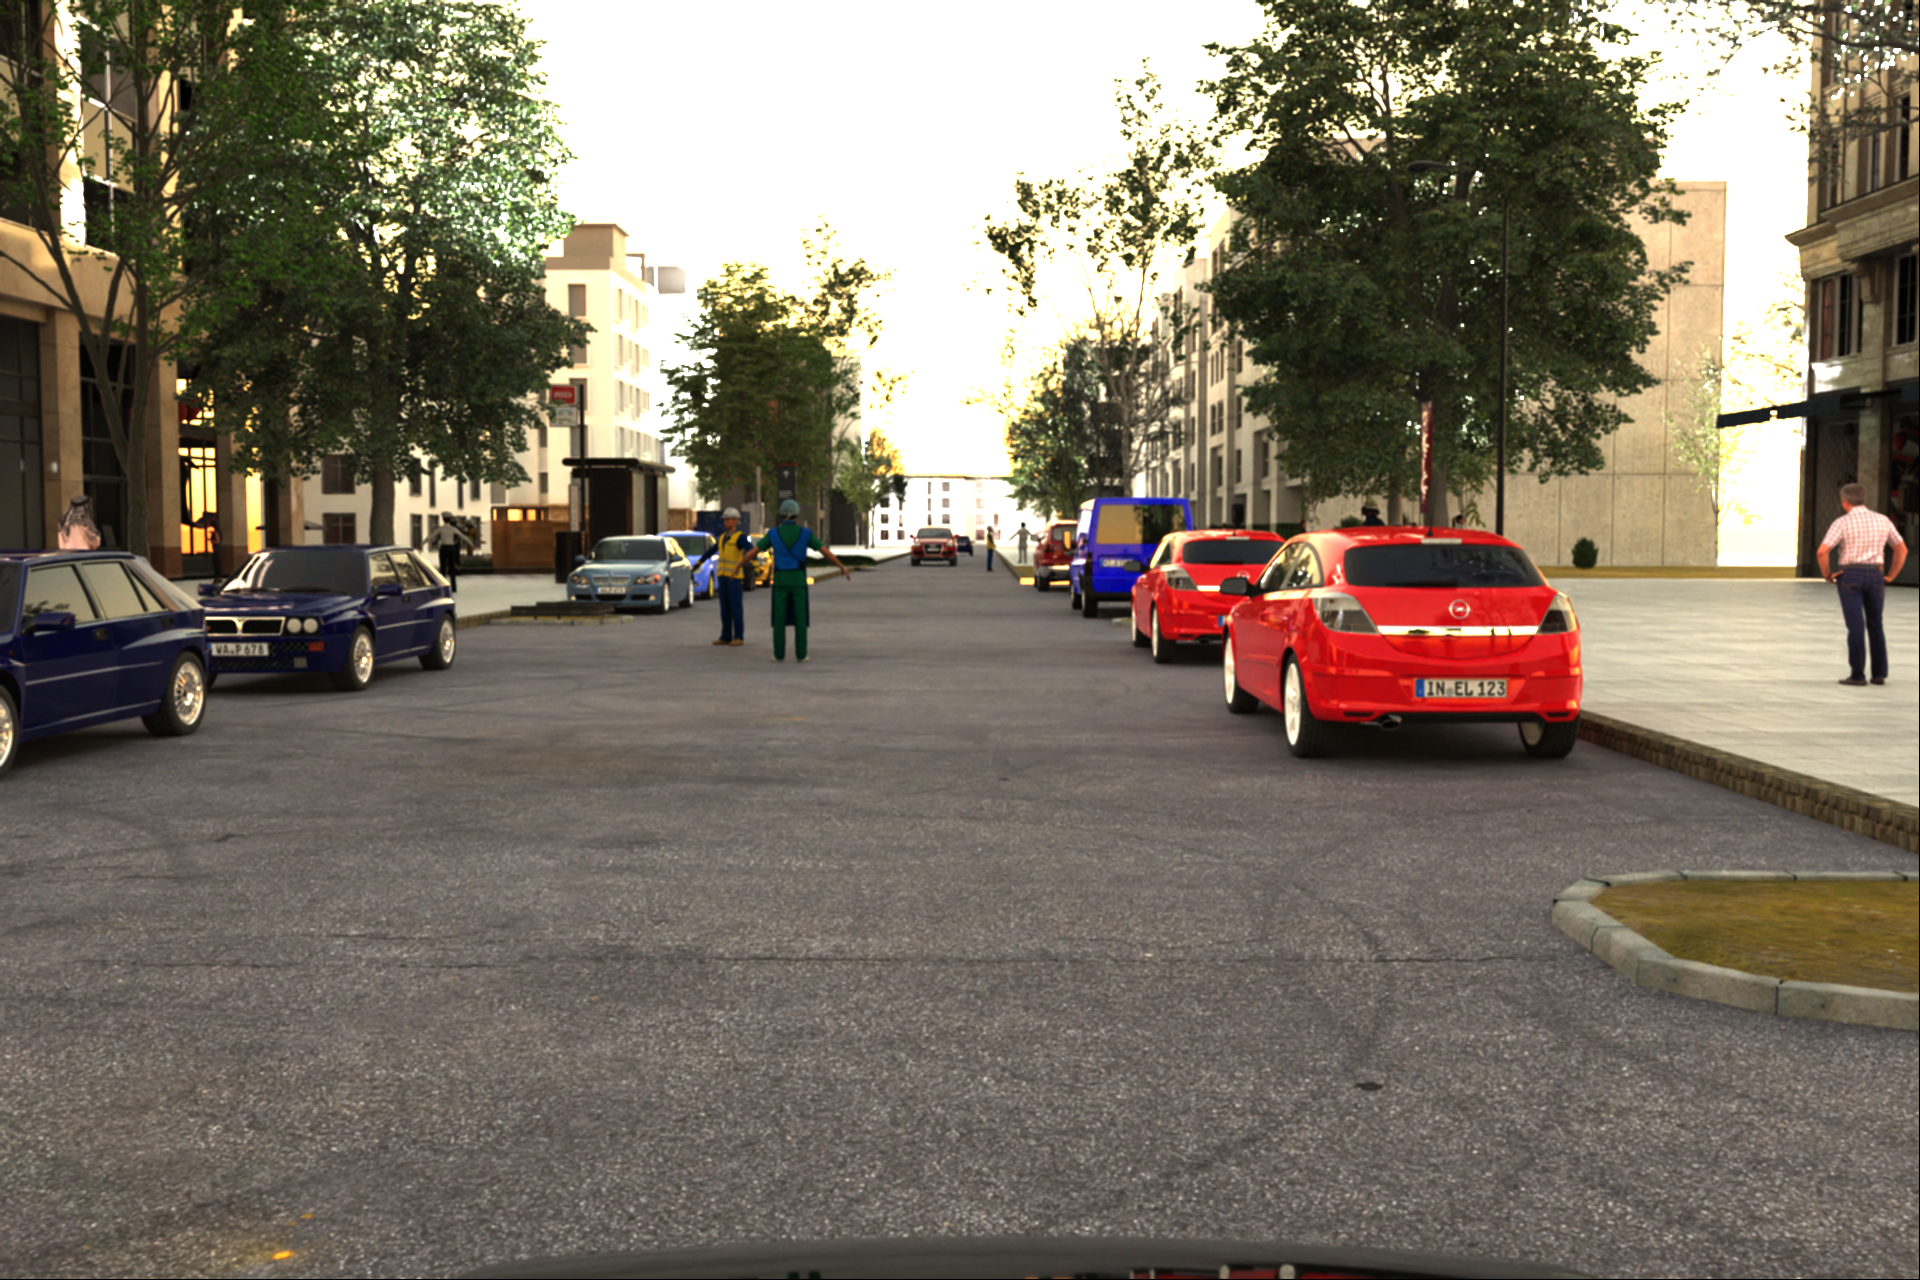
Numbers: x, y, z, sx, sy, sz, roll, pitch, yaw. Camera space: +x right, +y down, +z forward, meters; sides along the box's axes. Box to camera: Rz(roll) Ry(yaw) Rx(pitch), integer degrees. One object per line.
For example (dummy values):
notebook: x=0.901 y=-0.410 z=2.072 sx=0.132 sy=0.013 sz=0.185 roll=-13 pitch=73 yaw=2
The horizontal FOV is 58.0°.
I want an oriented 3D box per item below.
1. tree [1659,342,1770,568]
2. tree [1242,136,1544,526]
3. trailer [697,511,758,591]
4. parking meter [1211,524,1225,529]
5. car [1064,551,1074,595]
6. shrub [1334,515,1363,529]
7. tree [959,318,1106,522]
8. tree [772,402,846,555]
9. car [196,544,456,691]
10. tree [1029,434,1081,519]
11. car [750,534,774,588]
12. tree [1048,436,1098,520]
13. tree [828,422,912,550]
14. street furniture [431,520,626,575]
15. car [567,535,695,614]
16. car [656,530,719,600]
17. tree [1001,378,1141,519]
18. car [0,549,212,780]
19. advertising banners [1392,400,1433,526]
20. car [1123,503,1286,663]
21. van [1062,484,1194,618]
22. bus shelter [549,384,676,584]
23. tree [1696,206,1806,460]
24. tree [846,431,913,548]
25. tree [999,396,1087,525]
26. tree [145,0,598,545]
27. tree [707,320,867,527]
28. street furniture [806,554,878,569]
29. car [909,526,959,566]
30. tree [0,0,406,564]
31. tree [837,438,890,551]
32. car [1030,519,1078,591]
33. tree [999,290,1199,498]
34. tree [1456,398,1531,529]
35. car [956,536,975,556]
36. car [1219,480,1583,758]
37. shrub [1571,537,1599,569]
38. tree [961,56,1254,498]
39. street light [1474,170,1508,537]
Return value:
tree: x=28.983 y=-7.070 z=65.951 sx=4.360 sy=8.622 sz=3.978 roll=0 pitch=3 yaw=0
tree: x=13.662 y=-9.048 z=54.597 sx=9.857 sy=13.997 sz=8.962 roll=0 pitch=3 yaw=0
trailer: x=-5.937 y=-2.201 z=43.033 sx=1.471 sy=1.999 sz=3.904 roll=0 pitch=4 yaw=0
parking meter: x=6.700 y=-2.235 z=44.952 sx=0.372 sy=1.533 sz=0.369 roll=0 pitch=3 yaw=0
car: x=3.418 y=-1.827 z=39.653 sx=2.009 sy=1.686 sz=4.222 roll=0 pitch=4 yaw=1
shrub: x=14.296 y=-3.594 z=63.176 sx=1.690 sy=2.028 sz=1.600 roll=0 pitch=3 yaw=0
tree: x=6.758 y=-18.150 z=152.637 sx=12.611 sy=20.169 sz=13.585 roll=0 pitch=3 yaw=0
tree: x=-8.686 y=-8.832 z=94.771 sx=4.360 sy=8.622 sz=3.978 roll=0 pitch=3 yaw=0
car: x=-6.281 y=-0.271 z=17.017 sx=1.945 sy=1.354 sz=3.894 roll=0 pitch=4 yaw=1
tree: x=7.504 y=-10.709 z=125.450 sx=4.360 sy=8.622 sz=3.978 roll=0 pitch=3 yaw=0
car: x=-5.895 y=-2.277 z=47.455 sx=2.015 sy=1.641 sz=3.980 roll=0 pitch=4 yaw=0
tree: x=7.150 y=-9.902 z=112.261 sx=4.737 sy=8.622 sz=4.395 roll=0 pitch=3 yaw=0
tree: x=-7.415 y=-12.749 z=142.854 sx=7.601 sy=10.594 sz=8.767 roll=-2 pitch=4 yaw=-28
street furniture: x=-14.950 y=-3.203 z=59.227 sx=11.010 sy=1.723 sz=9.812 roll=-1 pitch=4 yaw=-19
car: x=-6.091 y=-1.250 z=32.442 sx=2.014 sy=1.417 sz=4.499 roll=0 pitch=4 yaw=0
car: x=-6.210 y=-1.786 z=38.786 sx=1.945 sy=1.707 sz=3.694 roll=0 pitch=4 yaw=1
tree: x=6.891 y=-10.307 z=102.930 sx=8.767 sy=10.594 sz=7.601 roll=-2 pitch=4 yaw=-28
car: x=-6.351 y=0.094 z=11.042 sx=1.945 sy=1.354 sz=3.894 roll=0 pitch=4 yaw=1
advertising banners: x=6.170 y=-1.686 z=23.749 sx=0.090 sy=3.025 sz=2.074 roll=0 pitch=4 yaw=0
car: x=3.063 y=-0.711 z=20.663 sx=2.155 sy=1.783 sz=4.494 roll=0 pitch=4 yaw=1
van: x=3.050 y=-1.648 z=31.323 sx=2.240 sy=2.365 sz=5.245 roll=0 pitch=4 yaw=-1
bus shelter: x=-9.882 y=-4.370 z=49.085 sx=2.179 sy=5.291 sz=8.768 roll=0 pitch=4 yaw=0
tree: x=28.794 y=-8.801 z=54.266 sx=12.009 sy=13.543 sz=11.850 roll=0 pitch=3 yaw=0
tree: x=-7.536 y=-13.467 z=154.594 sx=8.767 sy=10.594 sz=7.601 roll=3 pitch=5 yaw=41
tree: x=6.789 y=-13.579 z=140.140 sx=7.486 sy=12.596 sz=7.792 roll=0 pitch=3 yaw=0
tree: x=-12.420 y=-7.982 z=37.165 sx=9.857 sy=13.997 sz=8.962 roll=0 pitch=3 yaw=0
tree: x=-8.621 y=-9.629 z=83.193 sx=9.928 sy=11.665 sz=9.643 roll=0 pitch=3 yaw=0
street furniture: x=-8.322 y=-3.148 z=67.091 sx=10.072 sy=0.657 sz=5.734 roll=0 pitch=4 yaw=3
car: x=-1.162 y=-4.318 z=79.277 sx=2.281 sy=1.827 sz=5.304 roll=0 pitch=4 yaw=1
tree: x=-11.907 y=-6.037 z=24.457 sx=9.928 sy=11.665 sz=9.643 roll=0 pitch=3 yaw=0
tree: x=-7.697 y=-11.131 z=132.359 sx=4.737 sy=8.622 sz=4.395 roll=0 pitch=3 yaw=0
car: x=2.968 y=-2.211 z=44.823 sx=2.281 sy=1.827 sz=5.304 roll=0 pitch=4 yaw=1
tree: x=7.173 y=-10.779 z=86.599 sx=12.009 sy=13.543 sz=11.850 roll=0 pitch=3 yaw=0
tree: x=19.771 y=-7.139 z=67.092 sx=4.737 sy=8.622 sz=4.395 roll=0 pitch=3 yaw=0
car: x=0.018 y=-6.311 z=115.768 sx=1.945 sy=1.354 sz=3.894 roll=0 pitch=4 yaw=0
car: x=3.026 y=-0.216 z=12.572 sx=2.155 sy=1.783 sz=4.494 roll=0 pitch=4 yaw=0
shrub: x=22.856 y=-3.195 z=63.358 sx=1.383 sy=1.207 sz=1.383 roll=0 pitch=3 yaw=0
tree: x=6.419 y=-13.194 z=71.606 sx=12.611 sy=20.169 sz=13.585 roll=0 pitch=3 yaw=0
street light: x=7.341 y=-3.007 z=21.706 sx=1.470 sy=5.913 sz=1.316 roll=0 pitch=4 yaw=1
